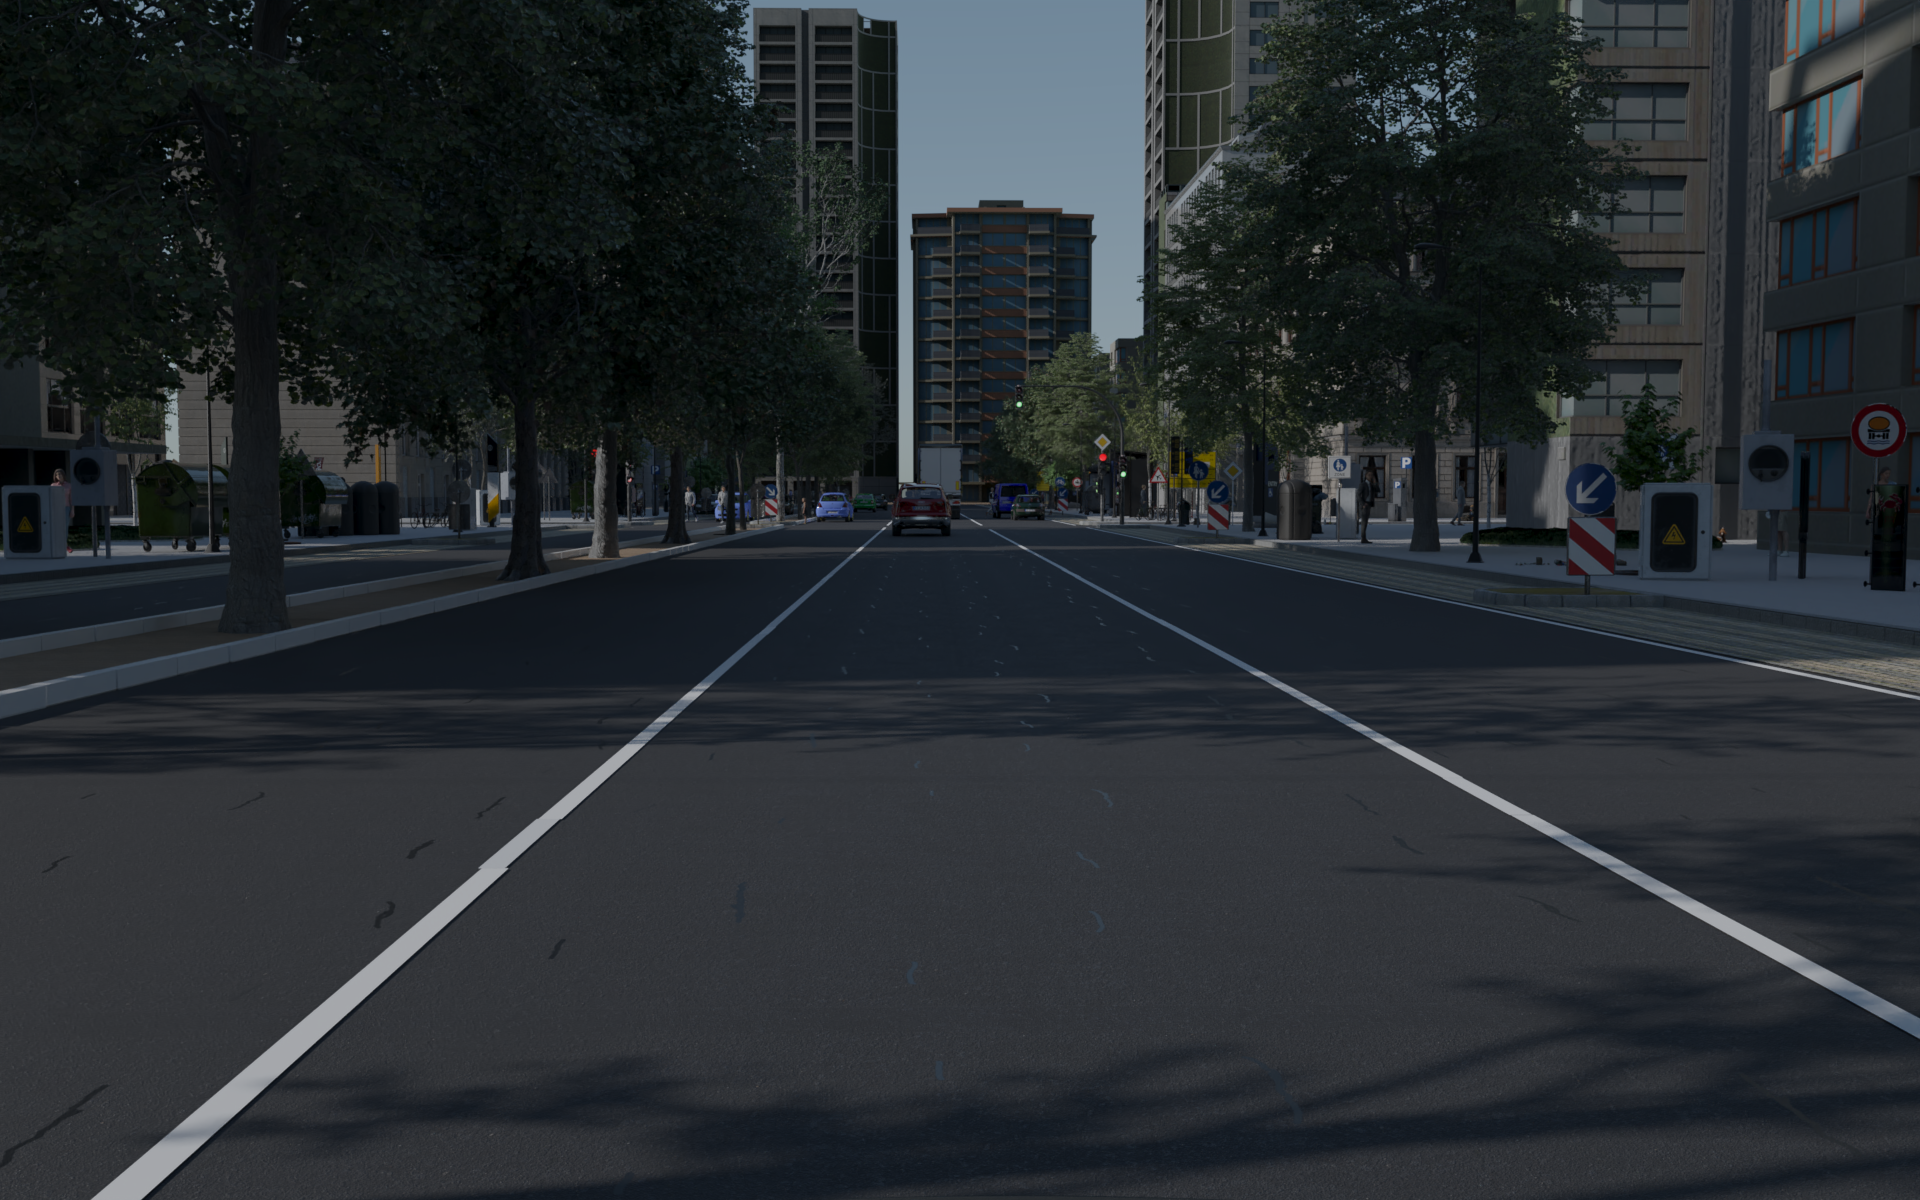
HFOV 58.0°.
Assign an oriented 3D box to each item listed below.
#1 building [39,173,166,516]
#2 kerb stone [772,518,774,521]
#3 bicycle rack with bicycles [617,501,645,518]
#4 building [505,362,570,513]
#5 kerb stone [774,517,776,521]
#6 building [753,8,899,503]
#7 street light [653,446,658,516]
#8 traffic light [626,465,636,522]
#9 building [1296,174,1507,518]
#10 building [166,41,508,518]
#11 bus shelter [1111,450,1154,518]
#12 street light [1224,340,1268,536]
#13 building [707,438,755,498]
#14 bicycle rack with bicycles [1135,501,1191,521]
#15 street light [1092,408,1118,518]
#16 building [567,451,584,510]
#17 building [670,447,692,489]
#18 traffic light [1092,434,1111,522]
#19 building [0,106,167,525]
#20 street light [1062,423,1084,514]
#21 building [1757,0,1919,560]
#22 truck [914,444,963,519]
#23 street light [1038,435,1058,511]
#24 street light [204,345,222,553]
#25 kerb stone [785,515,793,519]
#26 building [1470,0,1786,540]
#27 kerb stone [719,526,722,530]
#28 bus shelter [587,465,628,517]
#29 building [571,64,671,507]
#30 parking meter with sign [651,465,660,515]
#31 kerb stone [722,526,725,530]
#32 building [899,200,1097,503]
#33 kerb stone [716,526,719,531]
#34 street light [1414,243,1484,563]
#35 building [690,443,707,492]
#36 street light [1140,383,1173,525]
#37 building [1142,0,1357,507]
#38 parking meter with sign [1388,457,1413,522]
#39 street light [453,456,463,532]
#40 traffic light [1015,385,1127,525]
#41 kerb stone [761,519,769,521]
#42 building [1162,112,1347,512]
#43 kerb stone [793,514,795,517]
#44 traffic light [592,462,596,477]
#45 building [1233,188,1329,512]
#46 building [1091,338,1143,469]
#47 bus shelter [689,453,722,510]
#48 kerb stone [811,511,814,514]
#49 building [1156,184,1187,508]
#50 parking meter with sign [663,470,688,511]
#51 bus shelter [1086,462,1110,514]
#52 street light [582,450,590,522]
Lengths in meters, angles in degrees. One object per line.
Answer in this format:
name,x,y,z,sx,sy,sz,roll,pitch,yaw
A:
building,-67.111,-18.028,99.273,34.151,26.468,19.350,0,4,-1
kerb stone,-9.967,-4.180,90.554,0.120,0.150,1.000,0,4,-1
bicycle rack with bicycles,-18.754,-4.969,94.627,2.852,0.926,2.925,-2,4,-29
building,-35.071,-18.123,125.193,11.050,23.489,19.941,0,4,-1
kerb stone,-9.976,-4.243,91.576,0.120,0.150,1.000,0,4,-1
building,-19.538,-50.180,258.692,20.611,71.187,20.563,0,4,-1
street light,-17.167,-7.823,100.442,1.470,5.913,1.316,0,4,-1
traffic light,-13.173,-6.449,80.113,4.771,5.953,1.251,0,4,-1
building,29.176,-14.177,96.414,19.286,19.102,10.561,0,4,-1
building,-35.584,-18.674,102.579,12.463,27.353,25.104,0,4,-1
bus shelter,9.512,-6.387,95.711,1.731,3.624,6.357,0,4,-1
street light,8.663,-4.887,52.443,1.470,5.913,1.316,0,4,-1
building,-44.591,-36.965,258.996,28.867,44.769,22.147,0,4,-1
bicycle rack with bicycles,9.735,-4.316,83.950,2.925,0.926,2.852,-2,4,-27
street light,7.783,-7.377,93.156,1.470,5.913,1.316,0,4,-1
building,-36.313,-19.165,143.028,12.332,23.373,15.834,0,4,-1
building,-37.645,-31.013,190.649,14.154,41.232,14.086,0,4,-1
traffic light,6.594,-5.602,80.508,0.839,4.253,0.868,0,4,-1
building,-42.298,-24.131,49.163,28.867,44.769,22.147,0,4,-1
street light,7.428,-8.653,114.025,1.470,5.913,1.316,0,4,-1
building,32.591,-11.029,25.366,27.650,21.520,28.899,0,4,-1
truck,-1.265,-6.959,102.692,2.839,4.237,11.283,0,4,-2
street light,6.969,-9.933,134.946,1.470,5.913,1.316,0,4,-1
street light,-15.859,-3.993,37.834,1.470,5.913,1.316,0,4,-1
kerb stone,-10.243,-4.995,103.876,0.120,0.150,1.000,0,4,-1
building,23.820,-22.656,54.023,14.154,41.232,14.086,0,4,-1
kerb stone,-9.473,-2.768,67.448,0.120,0.150,1.000,0,4,-1
bus shelter,-20.457,-6.761,101.818,1.731,3.624,6.357,0,4,-1
building,-40.965,-38.311,168.383,21.231,58.520,28.212,0,4,-1
parking meter with sign,-18.687,-6.733,106.338,0.543,3.016,1.738,-1,4,-10
kerb stone,-9.495,-2.830,68.469,0.120,0.150,1.000,0,4,-1
building,5.385,-37.057,260.503,28.867,44.769,22.147,0,4,-1
kerb stone,-9.454,-2.705,66.423,0.120,0.150,1.000,0,4,-1
street light,9.097,-3.650,32.214,1.470,5.913,1.316,0,4,-1
building,-41.976,-47.098,208.306,20.611,71.187,20.563,0,4,-1
street light,8.209,-6.116,72.542,1.470,5.913,1.316,0,4,-1
building,28.421,-45.370,180.056,20.563,71.187,20.611,0,4,-1
parking meter with sign,20.499,-5.170,80.782,0.543,3.016,1.738,3,4,36
street light,-16.308,-5.223,57.934,1.470,5.913,1.316,0,4,-1
traffic light,4.672,-5.974,72.340,4.771,5.953,1.251,0,4,-1
kerb stone,-9.895,-3.992,87.480,0.120,0.150,1.000,0,4,-1
building,24.094,-22.238,141.077,11.434,29.767,29.804,0,4,-1
kerb stone,-10.259,-5.058,104.898,0.120,0.150,1.000,0,4,-1
traffic light,-15.094,-5.084,72.051,0.839,4.253,0.868,0,4,-1
building,25.340,-17.109,115.886,11.583,22.565,21.152,0,4,-1
building,31.026,-22.124,206.760,27.650,21.520,28.899,0,4,-1
bus shelter,-20.534,-9.934,140.054,2.179,5.291,8.768,0,4,-1
kerb stone,-10.760,-6.501,128.485,0.120,0.150,1.000,0,4,-1
building,25.473,-23.988,163.907,14.160,30.474,14.107,0,4,-1
parking meter with sign,-20.861,-7.991,126.921,1.738,3.016,0.543,-1,4,-16
bus shelter,9.288,-7.157,110.943,2.014,3.302,5.546,0,4,-1
street light,-16.734,-6.566,79.894,1.470,5.913,1.316,0,4,-1
